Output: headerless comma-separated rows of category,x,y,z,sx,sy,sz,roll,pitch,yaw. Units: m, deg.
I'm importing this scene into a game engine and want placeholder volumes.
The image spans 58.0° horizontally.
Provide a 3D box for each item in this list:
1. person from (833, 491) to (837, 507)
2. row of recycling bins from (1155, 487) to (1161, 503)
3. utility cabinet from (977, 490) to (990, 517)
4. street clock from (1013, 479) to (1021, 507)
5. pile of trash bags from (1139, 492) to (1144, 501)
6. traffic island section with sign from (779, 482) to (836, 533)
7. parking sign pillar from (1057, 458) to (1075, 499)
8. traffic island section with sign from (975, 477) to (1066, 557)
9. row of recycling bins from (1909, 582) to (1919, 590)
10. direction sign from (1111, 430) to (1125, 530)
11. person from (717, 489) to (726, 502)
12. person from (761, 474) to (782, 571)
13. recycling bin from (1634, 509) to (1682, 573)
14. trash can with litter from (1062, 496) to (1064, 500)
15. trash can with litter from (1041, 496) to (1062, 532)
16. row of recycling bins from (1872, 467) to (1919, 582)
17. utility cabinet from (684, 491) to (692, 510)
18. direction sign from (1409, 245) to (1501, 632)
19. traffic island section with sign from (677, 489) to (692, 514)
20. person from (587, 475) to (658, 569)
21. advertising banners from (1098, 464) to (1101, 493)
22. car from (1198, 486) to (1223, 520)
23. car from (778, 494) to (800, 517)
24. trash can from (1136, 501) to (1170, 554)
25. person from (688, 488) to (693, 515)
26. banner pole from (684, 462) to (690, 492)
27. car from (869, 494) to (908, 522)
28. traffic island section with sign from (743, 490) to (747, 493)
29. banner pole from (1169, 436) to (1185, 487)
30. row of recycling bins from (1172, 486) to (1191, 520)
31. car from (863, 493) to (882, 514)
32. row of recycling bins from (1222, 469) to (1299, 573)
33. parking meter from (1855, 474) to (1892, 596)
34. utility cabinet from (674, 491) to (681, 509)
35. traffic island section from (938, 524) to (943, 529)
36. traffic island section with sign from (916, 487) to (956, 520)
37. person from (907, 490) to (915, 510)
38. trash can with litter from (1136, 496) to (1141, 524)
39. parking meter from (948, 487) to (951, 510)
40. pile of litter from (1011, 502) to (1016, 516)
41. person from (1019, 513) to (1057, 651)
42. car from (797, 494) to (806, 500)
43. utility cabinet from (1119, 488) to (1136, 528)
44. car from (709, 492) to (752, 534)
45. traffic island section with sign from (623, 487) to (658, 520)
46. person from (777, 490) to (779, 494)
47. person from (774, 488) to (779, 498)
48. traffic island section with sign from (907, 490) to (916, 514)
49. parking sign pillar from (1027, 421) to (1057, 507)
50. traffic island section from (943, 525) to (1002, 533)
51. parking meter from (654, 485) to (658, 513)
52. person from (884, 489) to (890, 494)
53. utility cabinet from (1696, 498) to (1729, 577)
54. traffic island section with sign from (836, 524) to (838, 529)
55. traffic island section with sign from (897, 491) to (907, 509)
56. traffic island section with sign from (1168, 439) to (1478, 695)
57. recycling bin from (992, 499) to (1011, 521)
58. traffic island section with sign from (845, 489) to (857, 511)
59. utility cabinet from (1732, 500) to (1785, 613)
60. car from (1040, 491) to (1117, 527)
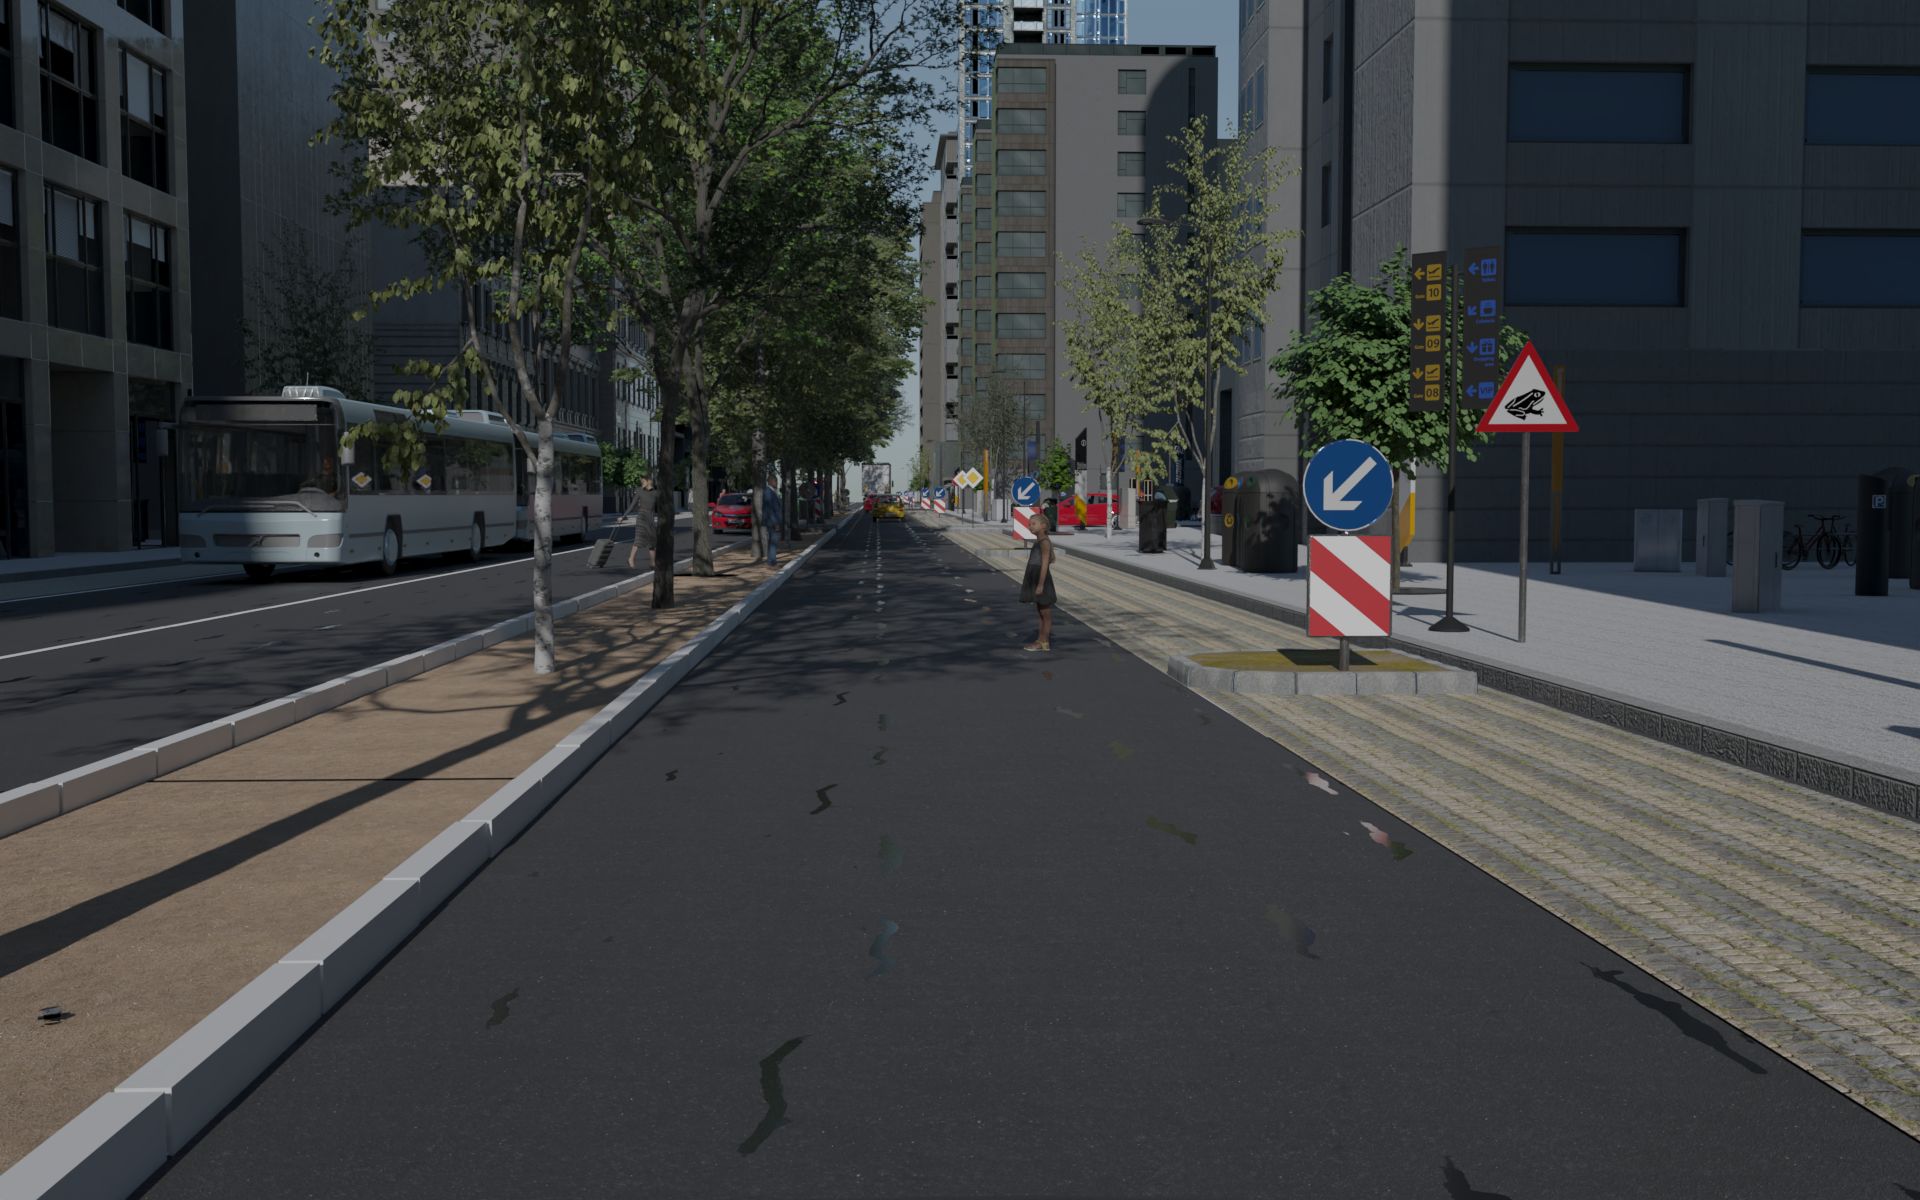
person,-13.550,-11.046,189.198,1.348,1.812,0.705,-2,4,-24
row of recycling bins,12.320,-5.919,103.892,1.069,1.692,3.534,0,4,-5
utility cabinet,1.308,-5.459,97.931,0.318,1.500,1.173,2,4,23
street clock,2.761,-4.734,81.976,0.358,2.002,0.471,-3,5,-41
pile of trash bags,8.823,-5.252,95.622,3.447,1.369,1.912,3,5,44
traffic island section with sign,-5.760,-3.470,64.869,2.006,1.907,1.989,0,4,-3
parking sign pillar,5.789,-6.595,96.306,1.447,3.967,1.447,1,4,21
traffic island section with sign,1.363,-1.933,40.236,1.989,1.847,2.006,0,4,-3
row of recycling bins,14.515,-0.958,22.769,3.534,1.692,1.069,1,4,16
direction sign,5.606,-4.250,61.486,0.379,3.537,0.876,3,4,36
person,-15.767,-6.497,115.077,0.716,1.782,0.532,-2,4,-26
person,-3.518,-1.455,32.476,0.419,1.800,0.721,-1,4,-9
recycling bin,11.556,-0.986,28.683,0.722,1.027,0.722,1,4,22
trash can with litter,4.879,-4.730,88.728,0.624,1.170,1.055,-3,4,-36
trash can with litter,2.989,-2.916,59.071,0.624,1.170,1.055,-1,4,-8
row of recycling bins,15.645,-1.175,26.320,3.534,1.692,1.069,1,4,11
utility cabinet,-21.141,-7.753,135.444,0.318,1.500,1.173,1,4,21
direction sign,4.586,-1.476,16.131,0.876,3.537,0.379,3,5,42
traffic island section with sign,-18.785,-6.917,121.723,1.989,1.847,2.006,0,4,-3
person,-6.358,-1.503,33.285,1.509,1.804,0.699,1,4,22
advertising banners,8.096,-6.389,100.645,0.090,3.025,2.074,0,4,1
car,12.091,-3.663,68.570,5.304,1.827,2.281,0,4,-3
car,-10.990,-6.148,109.322,1.959,1.807,4.718,0,4,-4
trash can,4.171,-1.577,37.441,0.748,1.137,0.748,0,3,0
person,-17.976,-6.627,116.689,0.795,1.843,0.661,3,4,38
banner pole,-21.551,-8.956,136.455,0.401,3.779,0.863,2,4,33
car,-3.708,-4.876,89.942,2.015,1.641,3.980,0,4,-3
traffic island section with sign,-21.152,-9.954,171.380,1.989,1.847,2.006,0,4,-3
banner pole,9.215,-5.149,74.206,0.863,3.779,0.401,1,4,16
row of recycling bins,10.842,-4.809,85.733,1.069,1.692,3.534,0,4,4
car,-5.980,-7.101,125.142,2.155,1.783,4.494,0,4,-1
row of recycling bins,5.153,-1.379,29.660,1.069,1.692,3.534,0,4,1
parking meter,11.515,-0.821,21.833,0.372,1.533,0.369,0,3,0
utility cabinet,-23.618,-8.303,144.433,0.318,1.500,1.173,-2,4,-32
traffic island section,0.124,-3.096,72.905,2.009,0.180,2.903,0,4,-3
traffic island section with sign,-1.253,-5.283,95.006,1.989,1.847,2.006,0,4,-3
person,-4.255,-8.793,152.127,0.709,1.838,0.599,2,4,27
trash can with litter,7.147,-3.879,74.487,2.233,1.210,1.678,1,4,19
parking meter,-0.703,-7.969,135.997,0.399,1.863,0.255,-2,4,-29
pile of litter,3.269,-5.261,99.987,1.176,0.858,1.719,0,4,5
person,0.712,-0.167,15.908,0.373,1.253,0.362,-1,4,-11
car,-18.998,-11.748,203.882,2.131,1.459,4.920,0,4,-3
utility cabinet,6.223,-3.401,64.277,0.318,1.500,1.173,-1,4,-11
car,-8.025,-3.292,62.870,2.155,1.783,4.494,0,4,-5
traffic island section with sign,-17.490,-5.270,94.799,1.989,1.847,2.006,0,4,-3
person,-15.276,-8.304,144.692,0.534,1.772,0.576,-1,4,-19
person,-10.506,-5.470,97.732,0.655,1.846,0.447,1,4,22
traffic island section with sign,-2.551,-6.930,121.930,1.989,1.847,2.006,0,4,-3
parking sign pillar,2.721,-4.581,63.365,1.447,3.967,1.447,0,4,1
traffic island section,0.506,-2.608,64.929,2.009,0.180,2.903,0,4,-3
parking meter,-20.154,-6.682,114.962,0.255,1.863,0.399,0,4,-7
person,-5.456,-7.441,130.140,0.580,1.828,0.573,1,4,21
utility cabinet,11.806,-0.983,27.227,0.306,1.237,1.020,1,4,14
traffic island section with sign,-6.104,-3.922,72.268,2.006,1.907,1.989,0,4,-3
traffic island section with sign,-4.953,-9.990,171.970,1.989,1.847,2.006,0,4,-3
traffic island section with sign,2.653,-0.282,13.234,1.989,1.847,2.006,0,4,-3
recycling bin,1.954,-4.255,82.118,0.722,1.027,0.722,-1,4,-21
traffic island section with sign,-9.709,-8.513,147.320,2.006,1.907,1.989,0,4,-3
utility cabinet,8.781,-0.482,19.039,0.306,1.237,1.020,3,4,38
car,4.731,-3.642,68.579,4.494,1.783,2.155,0,4,-2
